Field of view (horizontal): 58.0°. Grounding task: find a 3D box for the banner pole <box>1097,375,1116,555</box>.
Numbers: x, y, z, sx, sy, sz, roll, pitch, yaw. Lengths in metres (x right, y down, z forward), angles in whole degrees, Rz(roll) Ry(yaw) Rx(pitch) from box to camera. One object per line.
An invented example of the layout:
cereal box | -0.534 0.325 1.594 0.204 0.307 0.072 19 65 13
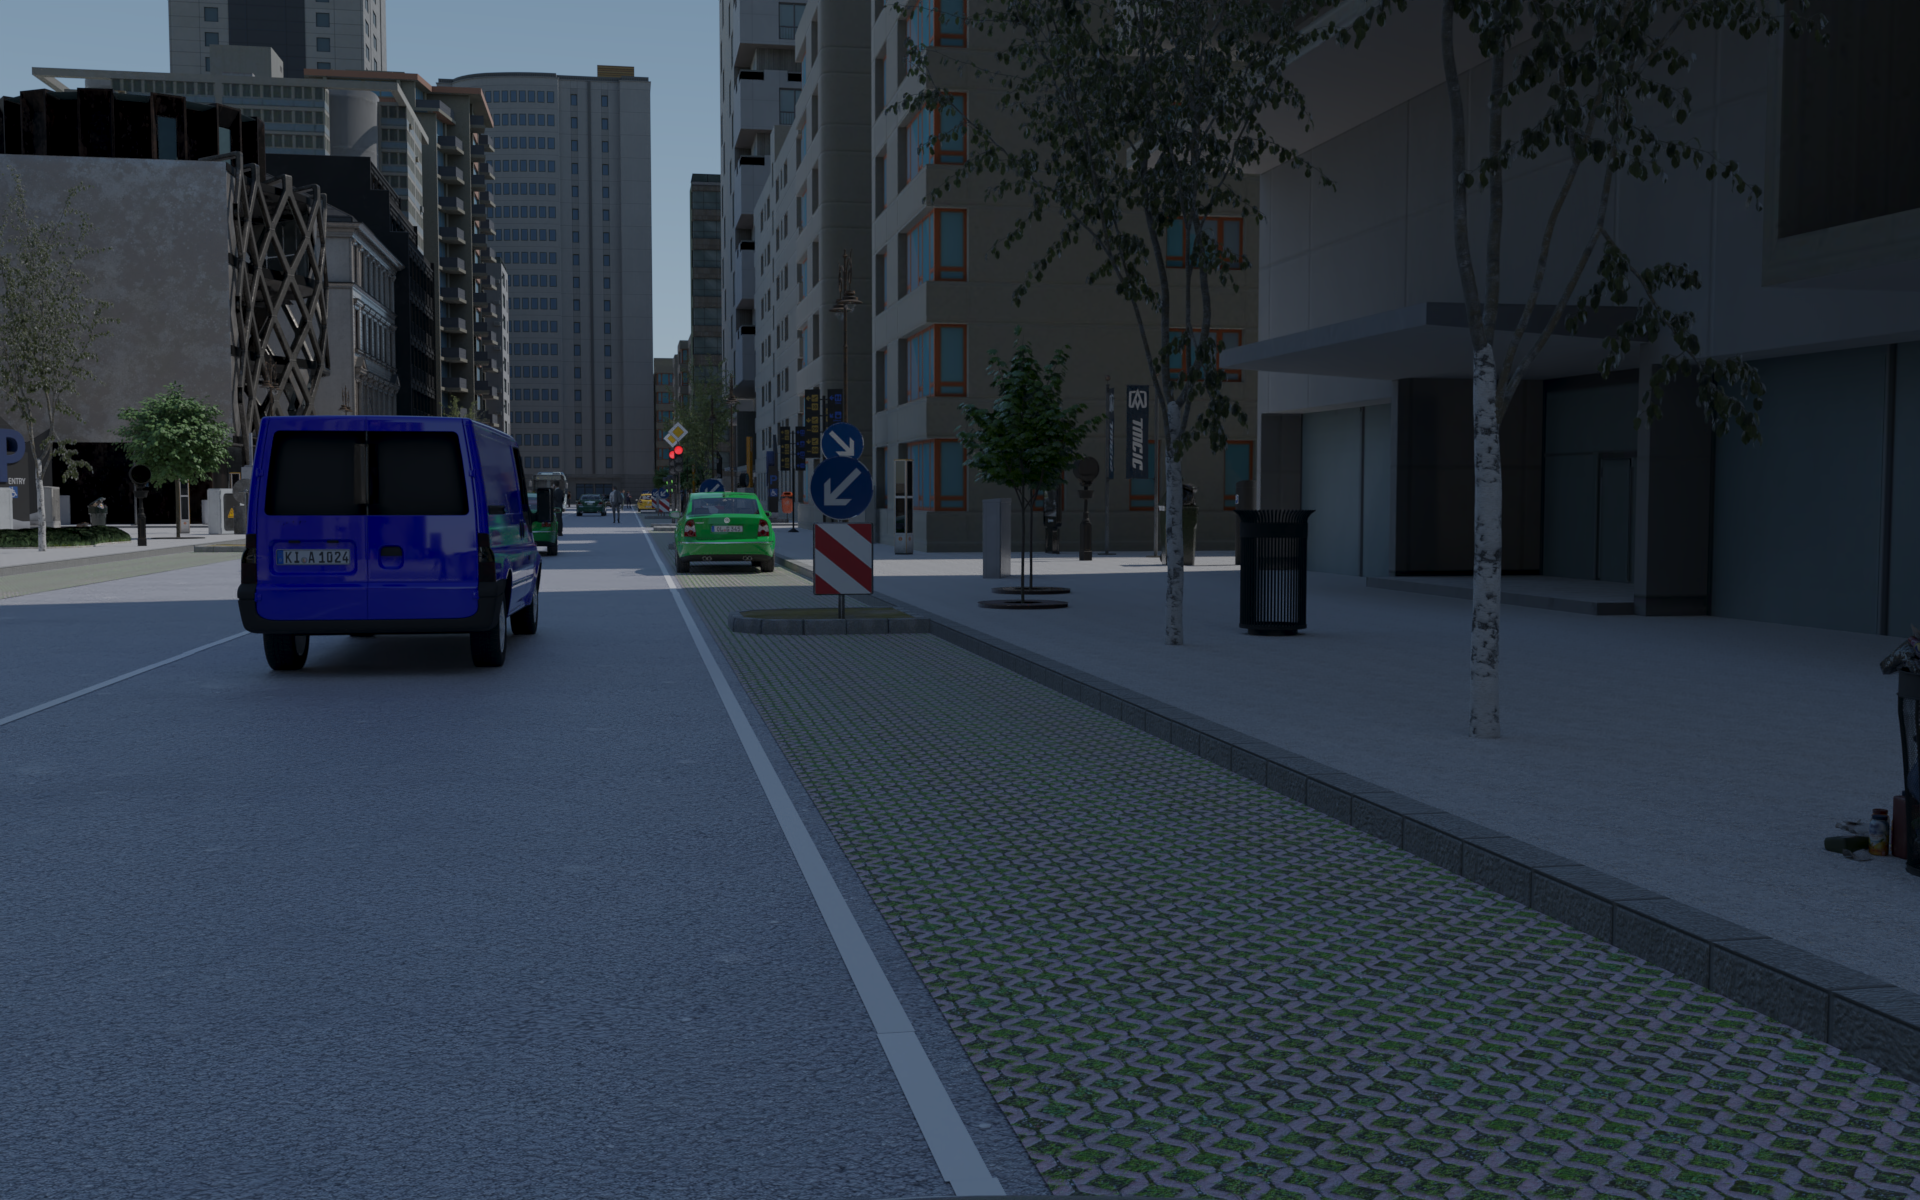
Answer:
banner pole | 3.130 -2.826 36.221 0.401 3.779 0.863 0 4 -7

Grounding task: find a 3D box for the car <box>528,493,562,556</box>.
car | -10.541 -1.999 41.473 1.959 1.807 4.718 -1 4 -13

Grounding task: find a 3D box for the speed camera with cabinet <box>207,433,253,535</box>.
speed camera with cabinet | -23.044 -3.732 55.352 0.660 3.252 2.038 2 4 25

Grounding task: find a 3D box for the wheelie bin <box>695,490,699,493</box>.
wheelie bin | -18.898 -7.166 125.065 0.693 1.594 0.980 0 4 8

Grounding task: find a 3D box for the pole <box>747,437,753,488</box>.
pole | -7.493 -4.153 61.746 0.158 3.312 0.155 0 3 0

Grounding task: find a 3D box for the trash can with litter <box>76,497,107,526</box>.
trash can with litter | -29.942 -2.950 59.617 1.055 1.170 0.624 0 4 -7

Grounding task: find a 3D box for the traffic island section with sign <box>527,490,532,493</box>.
traffic island section with sign | -42.962 -10.061 173.119 1.989 1.847 2.006 -1 4 -11

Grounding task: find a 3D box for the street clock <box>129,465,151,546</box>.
street clock | -20.152 -2.327 42.618 0.471 2.002 0.358 -2 4 -34

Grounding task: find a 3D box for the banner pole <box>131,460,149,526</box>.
banner pole | -33.520 -4.939 70.776 0.401 3.779 0.863 2 4 27

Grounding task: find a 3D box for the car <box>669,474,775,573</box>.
car | -4.510 -1.469 32.816 1.959 1.807 4.718 -1 4 -10

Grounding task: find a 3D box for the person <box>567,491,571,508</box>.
person | -41.134 -10.549 181.801 0.721 1.723 1.217 -2 4 -35

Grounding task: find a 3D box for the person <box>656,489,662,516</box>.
person | -18.595 -6.018 107.468 0.480 1.755 0.524 0 4 3

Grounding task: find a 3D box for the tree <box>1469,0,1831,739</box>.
tree | 2.891 -3.567 8.690 4.360 8.622 3.978 0 3 0

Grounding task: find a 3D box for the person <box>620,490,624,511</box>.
person | -28.090 -8.265 143.974 0.444 1.785 0.601 1 4 17

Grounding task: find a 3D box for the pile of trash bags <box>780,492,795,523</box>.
pile of trash bags | -8.968 -4.038 75.769 3.447 1.369 1.912 0 4 -6

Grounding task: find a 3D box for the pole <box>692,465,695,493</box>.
pole | -18.347 -7.680 119.404 0.158 3.312 0.155 0 3 0

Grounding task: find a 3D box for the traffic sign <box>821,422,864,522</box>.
traffic sign | -2.094 -1.877 30.787 0.768 2.556 0.104 -1 4 -9

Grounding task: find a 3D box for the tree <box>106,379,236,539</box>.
tree | -22.591 -4.037 49.712 4.285 4.588 4.351 0 3 0

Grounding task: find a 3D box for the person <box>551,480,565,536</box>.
person | -13.764 -3.130 59.044 0.474 1.900 0.648 0 4 -2

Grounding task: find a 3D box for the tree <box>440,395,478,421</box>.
tree | -36.836 -10.885 128.339 4.737 8.622 4.395 0 3 0

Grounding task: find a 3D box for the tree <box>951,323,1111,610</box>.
tree | 0.661 -1.539 19.769 1.663 3.219 1.824 0 3 0

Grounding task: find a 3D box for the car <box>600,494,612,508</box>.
car | -37.614 -10.591 182.952 2.009 1.686 4.222 -1 4 -12

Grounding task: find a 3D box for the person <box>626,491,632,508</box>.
person | -32.856 -9.983 172.166 0.568 1.767 0.683 2 4 27

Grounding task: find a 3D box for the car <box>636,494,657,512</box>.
car | -24.966 -7.862 138.767 2.015 1.641 3.980 -1 4 -11

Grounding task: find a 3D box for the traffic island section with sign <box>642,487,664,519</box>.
traffic island section with sign | -17.191 -5.581 99.884 1.989 1.847 2.006 -1 4 -11

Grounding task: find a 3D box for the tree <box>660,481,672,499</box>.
tree | -30.604 -11.495 182.551 1.663 3.219 1.824 0 3 0

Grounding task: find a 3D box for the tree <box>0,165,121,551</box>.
tree | -20.556 -5.375 38.247 4.360 8.622 3.978 0 3 0

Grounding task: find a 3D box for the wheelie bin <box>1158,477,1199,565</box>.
wheelie bin | 3.964 -1.434 31.358 0.693 1.594 0.980 0 4 -3

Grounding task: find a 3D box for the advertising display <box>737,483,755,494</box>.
advertising display | -12.105 -5.672 97.945 0.974 1.923 0.123 0 4 1

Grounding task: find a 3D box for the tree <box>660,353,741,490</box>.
tree | -13.168 -8.496 89.266 4.737 8.622 4.395 0 3 0

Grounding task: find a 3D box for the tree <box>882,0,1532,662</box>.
tree | 1.614 -3.917 14.399 4.360 8.622 3.978 0 3 0

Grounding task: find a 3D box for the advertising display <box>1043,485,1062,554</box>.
advertising display | 1.987 -1.959 37.236 0.123 1.923 0.974 -1 4 -14

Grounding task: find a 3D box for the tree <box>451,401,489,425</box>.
tree | -38.740 -11.394 136.660 4.360 8.622 3.978 0 3 0

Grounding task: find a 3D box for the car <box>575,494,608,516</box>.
car | -24.071 -6.200 113.161 2.131 1.459 4.920 -1 4 -9

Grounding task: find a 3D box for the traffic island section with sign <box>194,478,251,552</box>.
traffic island section with sign | -17.887 -2.121 43.302 1.989 1.847 2.006 -1 4 -11

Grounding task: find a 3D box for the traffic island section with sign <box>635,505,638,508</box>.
traffic island section with sign | -31.749 -10.192 175.268 1.989 1.847 2.006 -1 4 -11

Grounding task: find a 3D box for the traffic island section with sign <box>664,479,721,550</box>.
traffic island section with sign | -6.598 -2.231 45.109 1.989 1.847 2.006 -1 4 -11

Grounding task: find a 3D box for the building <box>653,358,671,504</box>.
building | -29.305 -24.720 249.208 28.899 21.520 27.650 -1 4 -11

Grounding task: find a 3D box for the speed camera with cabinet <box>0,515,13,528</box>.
speed camera with cabinet | -25.954 -3.133 45.566 2.038 3.252 0.660 1 4 18

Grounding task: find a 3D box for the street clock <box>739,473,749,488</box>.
street clock | -7.475 -3.396 60.089 0.358 2.002 0.471 1 4 10

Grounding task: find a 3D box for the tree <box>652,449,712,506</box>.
tree | -19.055 -8.482 122.399 4.285 4.588 4.351 0 3 0

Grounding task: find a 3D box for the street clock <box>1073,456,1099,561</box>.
street clock | 2.420 -1.758 33.307 0.471 2.002 0.358 -2 4 -26

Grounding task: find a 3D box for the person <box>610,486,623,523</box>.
person | -16.948 -4.701 85.468 0.679 1.850 0.850 -1 4 -20

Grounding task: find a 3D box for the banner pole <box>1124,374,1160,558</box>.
banner pole | 3.735 -2.748 34.940 0.863 3.779 0.401 -1 4 -8

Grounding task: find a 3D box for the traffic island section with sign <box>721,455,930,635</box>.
traffic island section with sign | -1.455 -0.601 18.455 1.989 1.847 2.006 -1 4 -11
